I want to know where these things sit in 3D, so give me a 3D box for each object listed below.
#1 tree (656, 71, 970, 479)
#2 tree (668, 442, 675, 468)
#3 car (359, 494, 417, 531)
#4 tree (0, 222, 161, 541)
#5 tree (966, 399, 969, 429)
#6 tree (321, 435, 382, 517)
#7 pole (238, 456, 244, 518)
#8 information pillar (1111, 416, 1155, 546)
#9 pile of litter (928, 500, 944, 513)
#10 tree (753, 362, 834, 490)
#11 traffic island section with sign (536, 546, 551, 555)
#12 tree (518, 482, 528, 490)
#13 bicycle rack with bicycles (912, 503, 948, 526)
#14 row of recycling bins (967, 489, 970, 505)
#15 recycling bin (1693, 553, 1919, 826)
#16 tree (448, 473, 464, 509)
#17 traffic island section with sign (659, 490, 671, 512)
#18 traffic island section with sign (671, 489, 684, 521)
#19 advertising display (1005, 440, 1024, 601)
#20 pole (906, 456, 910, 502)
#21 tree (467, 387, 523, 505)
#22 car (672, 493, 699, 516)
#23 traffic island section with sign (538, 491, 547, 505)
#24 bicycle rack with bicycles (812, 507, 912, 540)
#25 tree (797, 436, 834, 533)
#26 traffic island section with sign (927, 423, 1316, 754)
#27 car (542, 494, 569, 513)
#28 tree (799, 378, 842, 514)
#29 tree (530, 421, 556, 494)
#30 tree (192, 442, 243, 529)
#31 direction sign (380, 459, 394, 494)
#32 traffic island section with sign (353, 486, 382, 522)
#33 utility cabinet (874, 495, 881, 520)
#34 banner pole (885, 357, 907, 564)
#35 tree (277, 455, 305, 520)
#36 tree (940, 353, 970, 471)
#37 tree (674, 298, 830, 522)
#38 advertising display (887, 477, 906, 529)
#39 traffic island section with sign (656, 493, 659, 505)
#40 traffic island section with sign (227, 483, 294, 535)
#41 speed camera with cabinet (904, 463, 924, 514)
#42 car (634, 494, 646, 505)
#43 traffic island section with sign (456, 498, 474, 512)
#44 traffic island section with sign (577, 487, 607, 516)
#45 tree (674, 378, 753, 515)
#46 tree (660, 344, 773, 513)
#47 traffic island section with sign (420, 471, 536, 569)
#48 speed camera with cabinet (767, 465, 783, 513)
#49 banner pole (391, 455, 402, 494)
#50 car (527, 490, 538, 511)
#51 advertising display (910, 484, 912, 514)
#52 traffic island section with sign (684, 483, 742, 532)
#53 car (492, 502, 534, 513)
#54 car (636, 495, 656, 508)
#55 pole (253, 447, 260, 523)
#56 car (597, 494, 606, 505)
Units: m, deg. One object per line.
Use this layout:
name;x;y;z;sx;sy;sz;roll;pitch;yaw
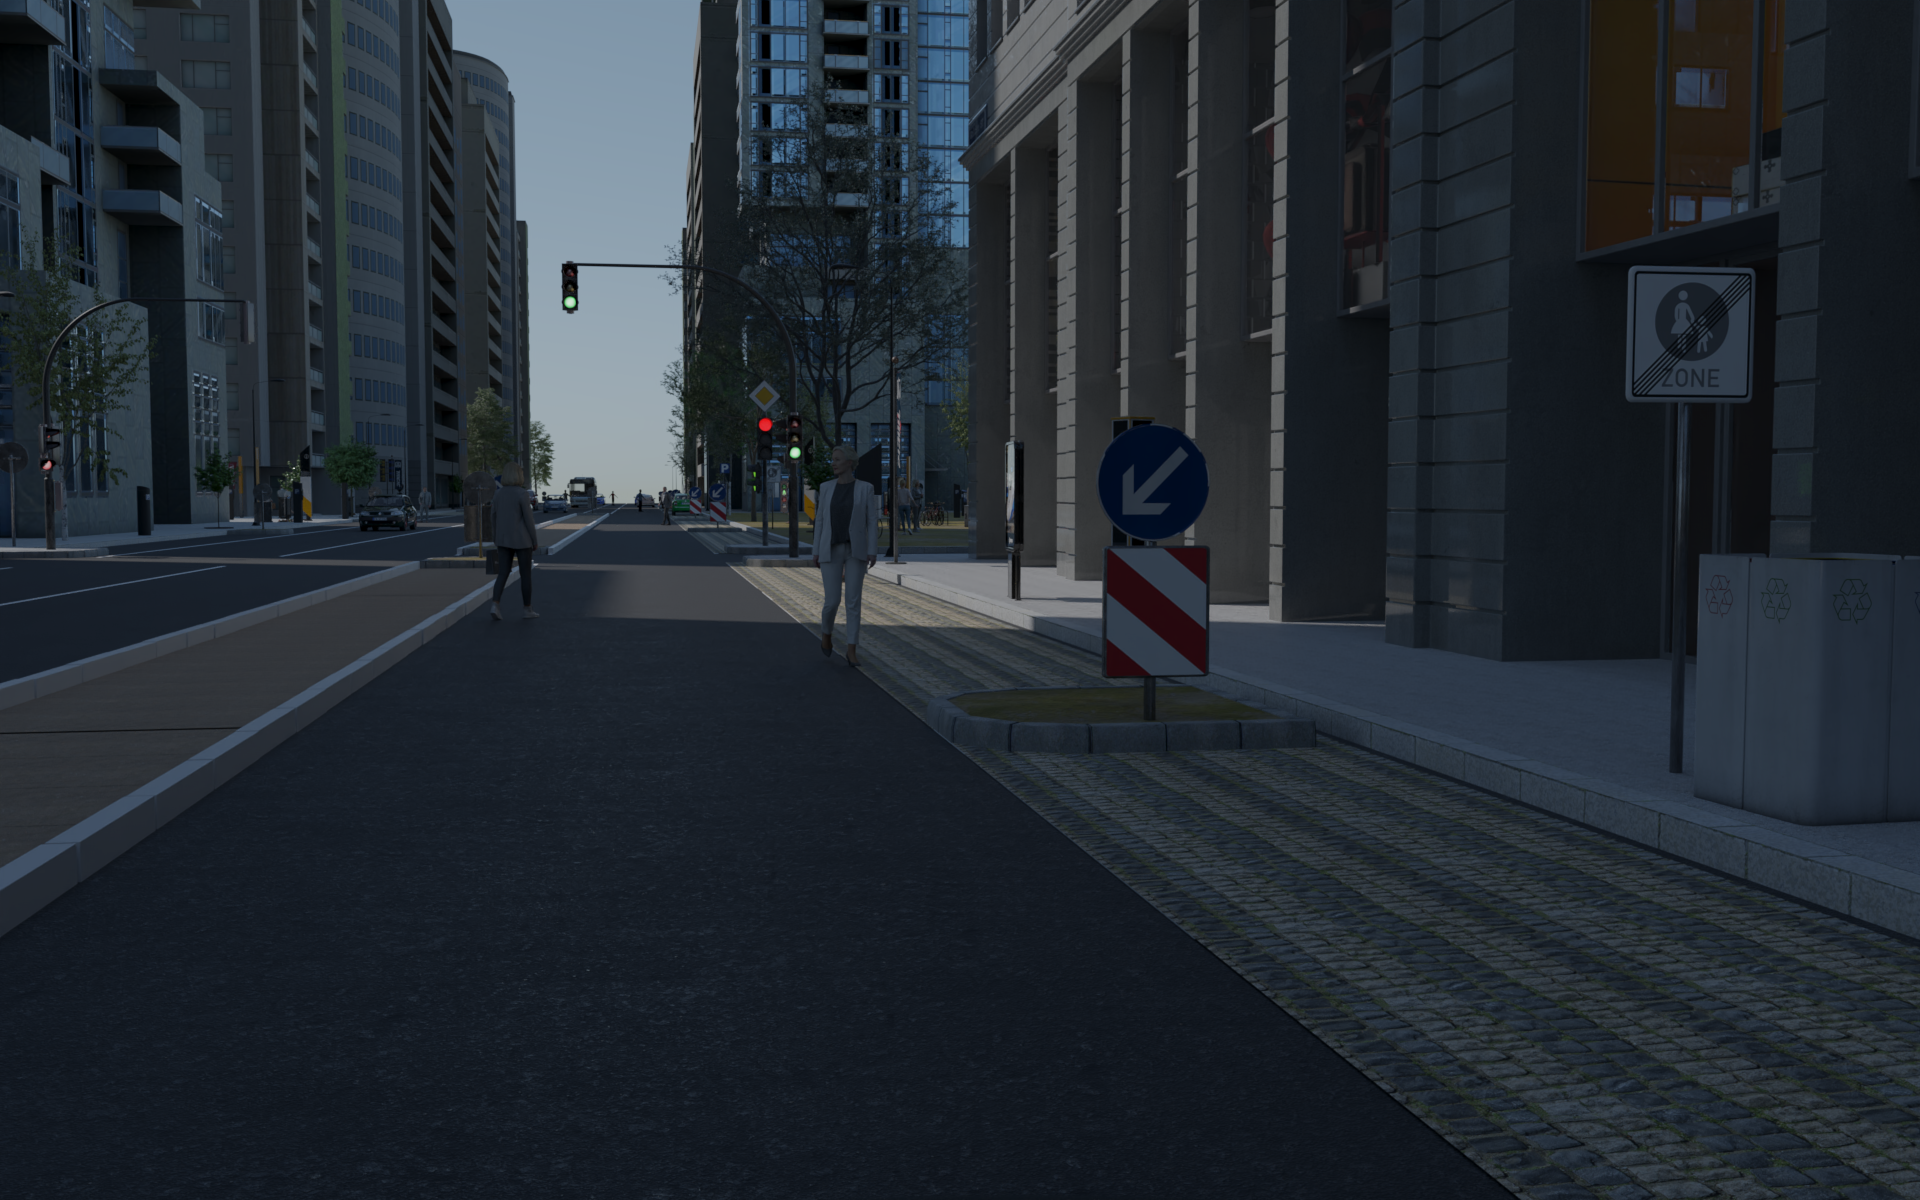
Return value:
tree;-3.749;-8.633;51.524;12.009;13.543;11.850;0;3;0
tree;-31.210;-15.495;203.699;4.360;8.622;3.978;0;3;0
car;-22.511;-3.573;68.204;2.009;1.686;4.222;-1;4;-9
tree;-24.438;-5.929;47.294;4.737;8.622;4.395;0;3;0
tree;2.264;-10.096;115.426;4.360;8.622;3.978;0;3;0
tree;-33.601;-6.857;95.833;4.285;4.588;4.351;0;3;0
pole;-38.816;-6.095;93.503;0.158;3.312;0.155;0;3;0
information pillar;1.651;-0.740;16.596;0.304;2.012;0.304;-2;4;-31
pile of litter;-1.780;-6.394;118.507;1.719;0.858;1.176;-3;5;-41
tree;-9.182;-8.936;96.459;4.360;8.622;3.978;0;3;0
traffic island section with sign;-10.855;-2.036;41.425;2.006;1.907;1.989;-1;4;-10
tree;-58.223;-14.383;229.756;1.663;3.219;1.824;0;3;0
bicycle rack with bicycles;-1.517;-3.498;70.573;2.852;0.926;2.925;2;4;34
row of recycling bins;0.769;-4.008;72.636;1.069;1.692;3.534;0;4;-2
recycling bin;3.528;0.335;7.072;0.722;1.027;0.722;-1;4;-13
tree;-42.830;-9.378;147.939;1.663;3.219;1.824;0;3;0
traffic island section with sign;-23.241;-8.099;141.044;1.989;1.847;2.006;-1;4;-10
traffic island section with sign;-14.164;-5.090;91.855;1.989;1.847;2.006;-1;4;-10
advertising display;0.666;-0.979;21.225;0.123;1.923;0.974;0;4;-5
pole;-2.794;-6.105;93.662;0.158;3.312;0.155;0;3;0
tree;-50.447;-16.251;183.836;7.486;12.596;7.792;0;3;0
car;-18.233;-6.485;114.833;1.959;1.807;4.718;-1;4;-10
traffic island section with sign;-58.991;-14.519;246.013;1.989;1.847;2.006;-1;4;-10
bicycle rack with bicycles;-3.216;-2.193;49.235;2.852;0.926;2.925;1;4;14
tree;-4.731;-3.881;58.057;1.663;3.219;1.824;0;3;0
traffic island section with sign;0.847;-0.113;10.479;1.989;1.847;2.006;-1;4;-10
car;-30.983;-7.382;132.690;2.014;1.417;4.499;-1;4;-11
tree;-9.167;-9.684;108.701;4.737;8.622;4.395;0;3;0
tree;-65.737;-21.338;267.007;7.486;12.596;7.792;0;3;0
tree;-27.700;-4.264;64.319;1.663;3.219;1.824;0;3;0
direction sign;-37.113;-7.354;112.239;0.876;3.537;0.379;-1;4;-19
traffic island section with sign;-30.015;-4.909;88.888;1.989;1.847;2.006;-1;4;-10
utility cabinet;-4.413;-4.587;86.152;1.020;1.237;0.306;2;4;31
banner pole;-1.132;-2.531;31.405;0.401;3.779;0.863;-1;4;-11
tree;-32.390;-5.538;85.140;1.663;3.219;1.824;0;3;0
tree;0.703;-8.546;90.089;4.737;8.622;4.395;0;3;0
tree;-9.766;-8.888;79.737;8.767;10.594;7.601;2;4;33
advertising display;-2.368;-3.635;64.643;0.123;1.923;0.974;3;4;36
traffic island section with sign;-28.139;-9.725;167.626;1.989;1.847;2.006;-1;4;-10
traffic island section with sign;-25.107;-3.279;62.246;1.989;1.847;2.006;-1;4;-10
speed camera with cabinet;-3.326;-7.144;111.136;2.038;3.252;0.660;-2;4;-31
car;-40.692;-12.935;221.075;1.945;1.707;3.694;-1;4;-11
traffic island section with sign;-39.119;-7.929;138.266;1.989;1.847;2.006;-1;4;-10
traffic island section with sign;-24.495;-6.556;115.320;2.006;1.907;1.989;-1;4;-10
tree;-14.121;-9.411;104.234;4.360;8.622;3.978;0;3;0
tree;-16.692;-11.903;120.368;9.928;11.665;9.643;0;3;0
traffic island section with sign;-9.521;-1.590;34.139;2.006;1.907;1.989;-1;4;-10
speed camera with cabinet;-11.939;-7.437;115.937;2.038;3.252;0.660;2;4;24
banner pole;-36.265;-7.422;111.370;0.863;3.779;0.401;0;4;1
car;-38.168;-8.771;152.086;2.281;1.827;5.304;-1;4;-10
advertising display;-3.289;-6.614;113.358;0.974;1.923;0.123;3;5;42
traffic island section with sign;-9.277;-3.469;65.345;1.989;1.847;2.006;-1;4;-10
car;-21.938;-4.606;85.094;2.009;1.686;4.222;-1;4;-11
car;-33.383;-10.498;183.996;2.083;1.381;4.827;-1;4;-11
pole;-30.623;-4.989;75.421;0.158;3.312;0.155;0;3;0
car;-46.686;-13.081;223.472;1.945;1.707;3.694;-1;4;-8
